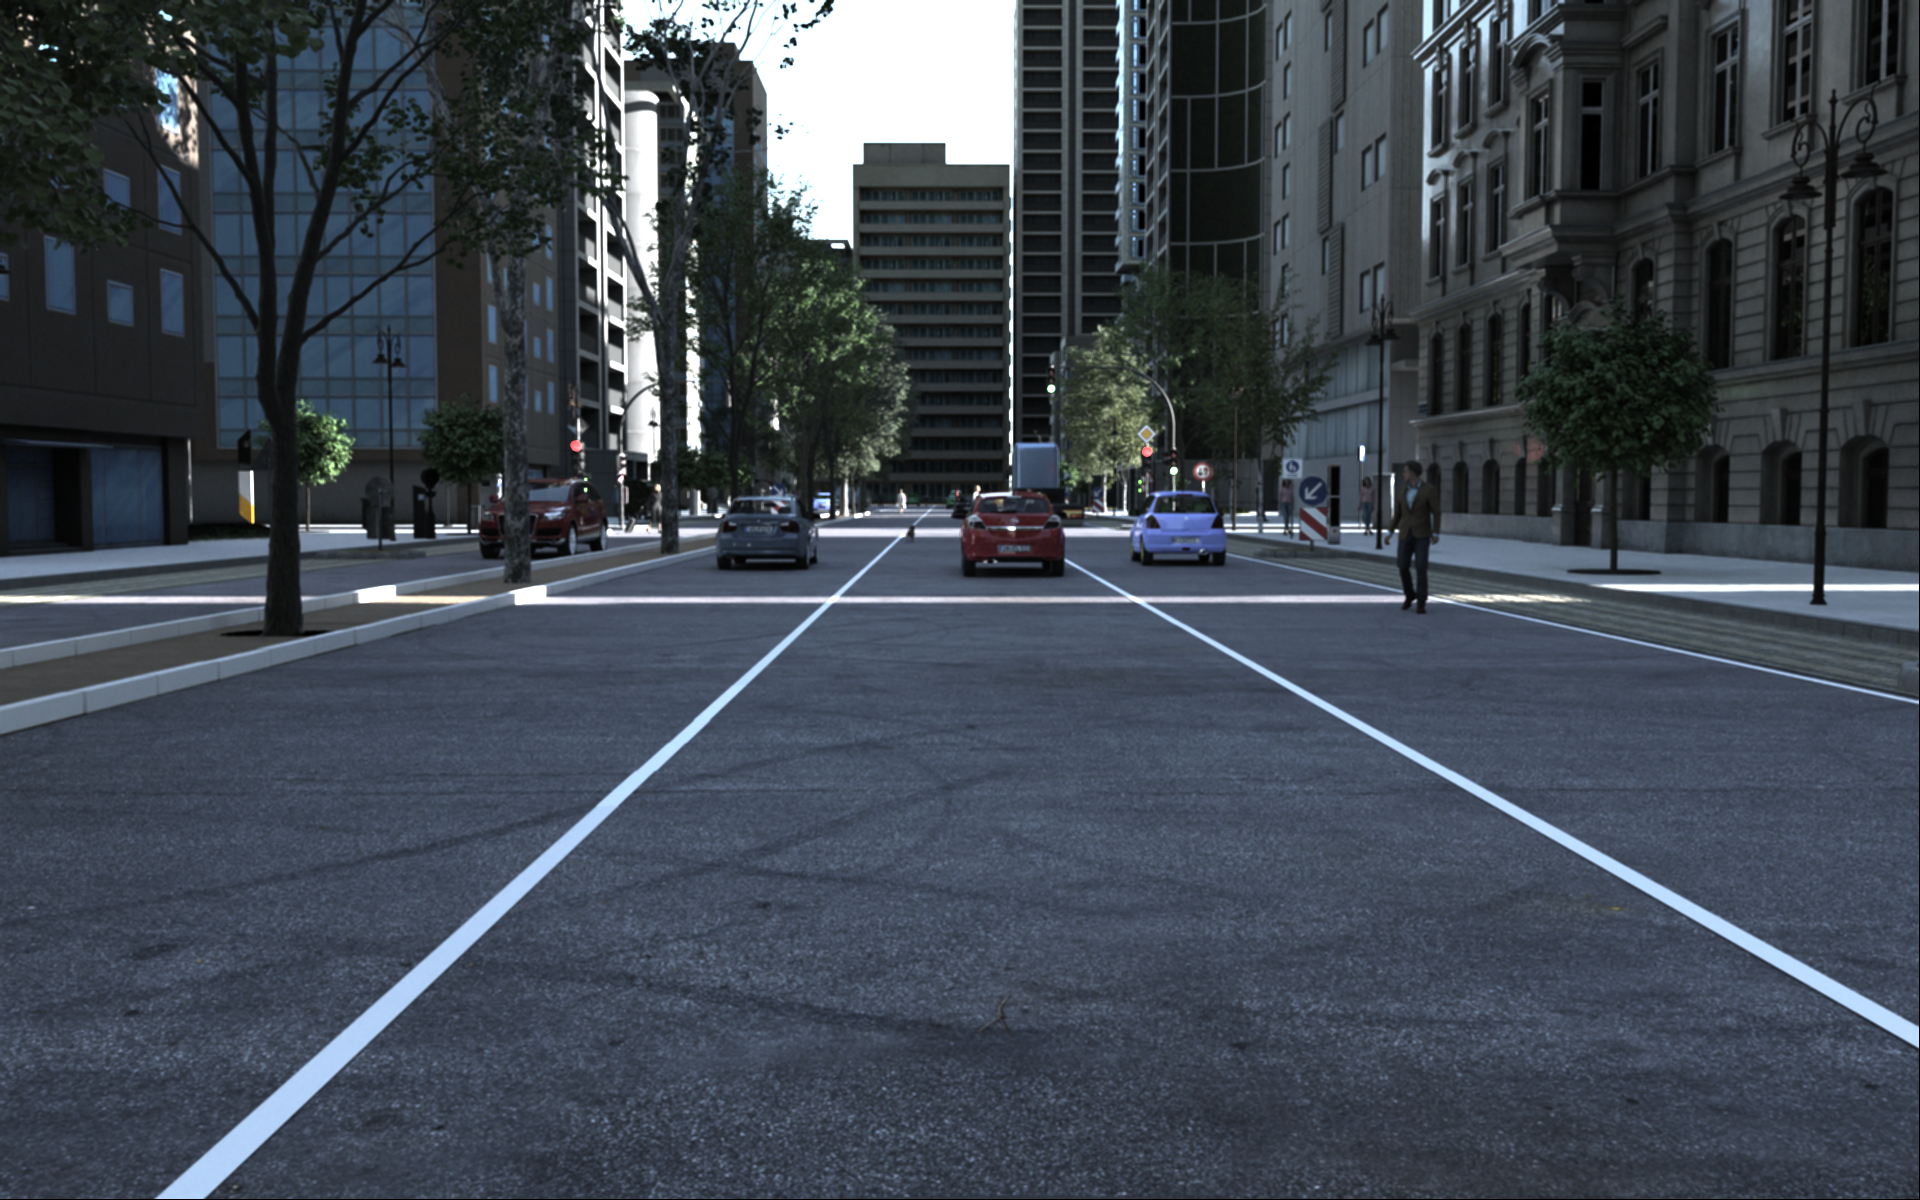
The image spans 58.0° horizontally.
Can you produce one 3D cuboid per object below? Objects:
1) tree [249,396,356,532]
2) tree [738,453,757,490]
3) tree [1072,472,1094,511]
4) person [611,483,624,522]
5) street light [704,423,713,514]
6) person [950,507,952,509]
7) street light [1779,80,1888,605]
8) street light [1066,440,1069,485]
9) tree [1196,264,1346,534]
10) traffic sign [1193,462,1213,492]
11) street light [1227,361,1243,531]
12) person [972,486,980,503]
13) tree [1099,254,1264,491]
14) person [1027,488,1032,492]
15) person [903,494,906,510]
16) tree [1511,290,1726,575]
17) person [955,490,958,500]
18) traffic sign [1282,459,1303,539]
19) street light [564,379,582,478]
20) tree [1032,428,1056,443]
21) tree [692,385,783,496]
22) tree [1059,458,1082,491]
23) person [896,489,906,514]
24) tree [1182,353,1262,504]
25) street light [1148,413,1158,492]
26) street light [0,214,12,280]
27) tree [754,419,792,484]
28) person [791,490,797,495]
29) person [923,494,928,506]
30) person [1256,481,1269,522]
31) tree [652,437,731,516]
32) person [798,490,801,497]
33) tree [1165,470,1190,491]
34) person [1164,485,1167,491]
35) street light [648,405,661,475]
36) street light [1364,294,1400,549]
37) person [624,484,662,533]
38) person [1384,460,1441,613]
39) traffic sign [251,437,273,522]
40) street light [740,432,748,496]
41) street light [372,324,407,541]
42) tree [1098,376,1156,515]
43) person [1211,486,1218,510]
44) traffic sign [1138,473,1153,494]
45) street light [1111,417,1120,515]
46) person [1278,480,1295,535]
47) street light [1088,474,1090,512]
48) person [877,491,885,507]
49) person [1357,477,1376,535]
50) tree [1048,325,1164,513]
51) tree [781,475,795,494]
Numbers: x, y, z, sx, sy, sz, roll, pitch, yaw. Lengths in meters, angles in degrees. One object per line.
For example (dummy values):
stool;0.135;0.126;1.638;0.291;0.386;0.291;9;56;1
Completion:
tree;-22.166;-4.574;58.496;4.285;4.588;4.351;0;3;0
tree;-16.032;-7.913;113.099;4.285;4.588;4.351;0;3;0
tree;9.569;-8.492;133.439;1.663;3.219;1.824;0;3;0
person;-15.488;-4.408;78.460;0.444;1.785;0.601;-3;5;-45
street light;-15.939;-8.380;109.793;0.468;5.910;1.993;0;4;0
person;-0.789;-9.722;170.681;0.697;1.427;0.421;0;4;7
street light;9.972;-2.884;19.943;0.468;5.910;1.993;0;4;0
street light;8.942;-10.477;144.078;0.468;5.910;1.993;0;4;0
tree;10.003;-6.463;56.040;4.737;8.622;4.395;0;3;0
traffic sign;9.628;-4.194;68.670;0.768;2.556;0.104;0;4;4
street light;9.596;-5.363;60.474;0.468;5.910;1.993;0;4;0
person;0.683;-3.817;71.255;0.624;1.780;0.694;3;5;40
tree;9.647;-9.174;75.744;9.928;11.665;9.643;0;3;0
person;2.944;-3.894;73.163;0.522;1.701;0.512;-2;4;-35
person;-5.067;-8.855;156.505;0.599;1.433;0.991;1;4;19
tree;10.668;-2.718;28.161;4.285;4.588;4.351;0;3;0
person;-0.234;-8.798;152.285;0.705;1.831;1.348;0;4;-7
traffic sign;9.470;-2.890;49.388;0.606;2.300;0.079;0;4;7
street light;-15.537;-5.933;69.785;0.468;5.910;1.993;0;4;0
tree;8.681;-14.651;189.913;4.360;8.622;3.978;0;3;0
tree;-17.544;-12.520;139.114;7.601;10.594;8.767;1;4;13
tree;9.303;-10.484;155.126;4.285;4.588;4.351;0;3;0
person;-4.212;-6.943;122.375;0.694;1.780;0.624;1;4;13
tree;13.395;-8.566;90.416;4.360;8.622;3.978;0;3;0
street light;9.384;-6.776;83.580;0.468;5.910;1.993;0;4;0
street light;-15.338;-3.312;26.937;0.468;5.910;1.993;0;4;0
tree;-17.702;-13.211;166.358;4.737;8.622;4.395;0;3;0
person;-18.367;-11.313;191.730;1.217;1.743;0.721;2;4;30
person;-4.141;-12.015;208.182;0.697;1.427;0.421;-1;4;-12
person;13.952;-4.567;80.078;0.474;1.900;0.648;-2;4;-28
tree;-16.244;-7.145;100.535;4.285;4.588;4.351;0;3;0
person;-20.144;-13.029;218.997;1.348;1.831;0.705;2;4;28
tree;15.303;-7.809;122.280;1.663;3.219;1.824;0;3;0
person;12.475;-5.984;104.084;0.606;1.804;0.583;-3;5;-41
street light;-15.854;-7.156;89.788;0.468;5.910;1.993;0;4;0
street light;9.764;-4.122;40.184;0.468;5.910;1.993;0;4;0
person;-11.553;-3.370;63.814;1.509;1.804;0.699;0;4;8
person;5.508;-0.775;21.087;0.656;1.842;0.836;1;4;11
traffic sign;-15.632;-2.401;39.257;0.884;2.594;0.081;0;4;3
street light;-16.131;-9.603;129.798;0.468;5.910;1.993;0;4;0
street light;-15.544;-4.558;47.315;0.468;5.910;1.993;0;4;0
tree;10.387;-9.687;108.746;4.737;8.622;4.395;0;3;0
person;13.768;-5.363;93.913;0.537;1.800;0.526;-3;5;-45
traffic sign;9.452;-5.357;87.588;0.884;2.594;0.081;0;4;8
street light;9.231;-8.000;103.589;0.468;5.910;1.993;0;4;0
person;10.162;-2.933;54.013;0.555;1.821;0.388;-1;4;-15
street light;9.245;-9.226;123.632;0.468;5.910;1.993;0;4;0
person;-8.843;-11.322;194.172;0.990;1.755;0.434;-2;4;-31
person;12.665;-2.930;53.952;0.555;1.821;0.388;0;4;7
tree;9.770;-12.094;115.863;7.486;12.596;7.792;0;3;0
tree;-17.472;-10.839;171.811;1.663;3.219;1.824;0;3;0
